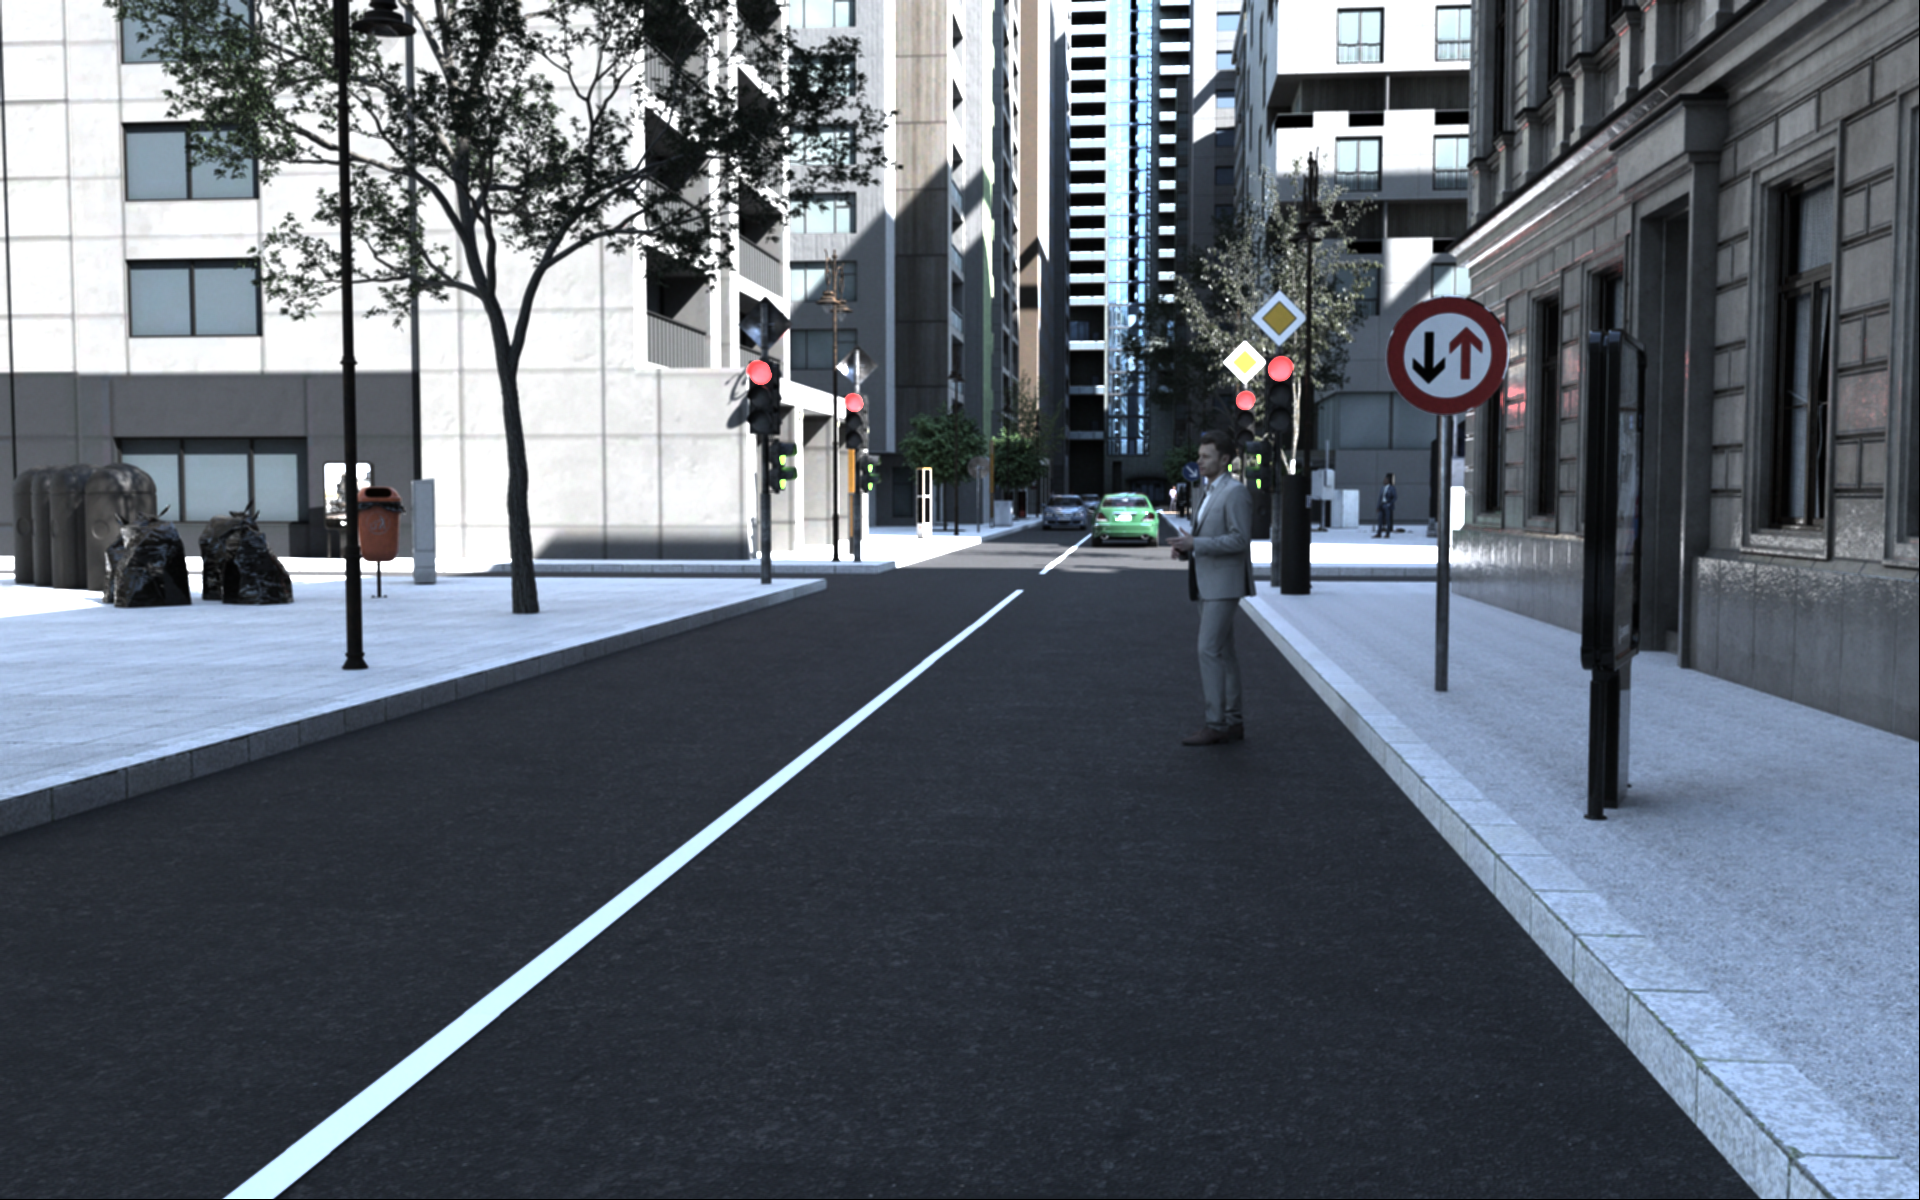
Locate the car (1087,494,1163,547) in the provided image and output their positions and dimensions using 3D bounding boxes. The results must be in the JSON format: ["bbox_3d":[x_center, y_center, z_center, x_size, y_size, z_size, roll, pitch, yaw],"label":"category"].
[{"bbox_3d":[4.613,-2.238,48.389,2.131,1.459,4.920,0,4,6],"label":"car"}]

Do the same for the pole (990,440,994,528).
[{"bbox_3d":[1.211,-4.395,65.695,0.158,3.312,0.155,0,3,0],"label":"pole"}]

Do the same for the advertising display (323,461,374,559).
[{"bbox_3d":[-11.971,-1.758,33.960,0.974,1.923,0.123,0,4,2],"label":"advertising display"}]

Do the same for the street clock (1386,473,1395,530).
[{"bbox_3d":[15.006,-3.416,60.416,0.358,2.002,0.471,2,4,25],"label":"street clock"}]

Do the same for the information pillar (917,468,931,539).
[{"bbox_3d":[-1.021,-2.731,49.148,0.304,2.012,0.304,-3,5,-41],"label":"information pillar"}]

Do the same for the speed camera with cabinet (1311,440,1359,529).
[{"bbox_3d":[13.952,-4.283,64.359,2.038,3.252,0.660,-3,4,-36],"label":"speed camera with cabinet"}]

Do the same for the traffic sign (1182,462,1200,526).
[{"bbox_3d":[9.182,-4.190,68.617,0.768,2.556,0.104,1,4,10],"label":"traffic sign"}]

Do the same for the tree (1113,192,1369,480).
[{"bbox_3d":[8.717,-7.351,54.598,8.767,10.594,7.601,1,4,20],"label":"tree"}]

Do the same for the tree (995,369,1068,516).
[{"bbox_3d":[4.152,-9.343,103.121,4.737,8.622,4.395,0,3,0],"label":"tree"}]

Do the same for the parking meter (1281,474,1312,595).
[{"bbox_3d":[4.305,-0.842,22.184,0.372,1.533,0.369,0,3,0],"label":"parking meter"}]

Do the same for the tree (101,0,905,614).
[{"bbox_3d":[-4.776,-5.156,18.707,8.767,10.594,7.601,-1,4,-18],"label":"tree"}]

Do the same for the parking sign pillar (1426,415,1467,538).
[{"bbox_3d":[14.612,-3.848,51.390,1.447,3.967,1.447,3,5,42],"label":"parking sign pillar"}]

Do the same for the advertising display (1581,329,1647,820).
[{"bbox_3d":[2.710,-0.120,7.176,0.123,1.923,0.974,2,4,27],"label":"advertising display"}]

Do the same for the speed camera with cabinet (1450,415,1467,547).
[{"bbox_3d":[12.317,-2.966,42.828,0.660,3.252,2.038,2,4,24],"label":"speed camera with cabinet"}]

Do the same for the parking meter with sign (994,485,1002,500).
[{"bbox_3d":[1.881,-5.887,92.514,0.543,3.016,1.738,-2,4,-30],"label":"parking meter with sign"}]

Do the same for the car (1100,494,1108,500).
[{"bbox_3d":[15.182,-10.154,176.243,2.015,1.641,3.980,0,4,5],"label":"car"}]

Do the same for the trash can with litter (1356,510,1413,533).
[{"bbox_3d":[14.447,-2.882,58.183,1.678,1.210,2.233,-1,4,-12],"label":"trash can with litter"}]

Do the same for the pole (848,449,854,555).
[{"bbox_3d":[-2.248,-2.607,36.461,0.158,3.312,0.155,0,3,0],"label":"pole"}]

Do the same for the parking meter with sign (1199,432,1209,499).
[{"bbox_3d":[7.142,-3.275,49.803,0.543,3.016,1.738,0,4,4],"label":"parking meter with sign"}]

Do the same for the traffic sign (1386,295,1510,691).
[{"bbox_3d":[3.138,-0.679,11.212,0.768,2.556,0.104,1,4,14],"label":"traffic sign"}]

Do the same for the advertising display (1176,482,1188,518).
[{"bbox_3d":[12.028,-5.417,93.779,0.123,1.923,0.974,-2,4,-28],"label":"advertising display"}]

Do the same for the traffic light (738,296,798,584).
[{"bbox_3d":[-2.755,-2.185,24.649,0.839,4.253,0.868,0,4,6],"label":"traffic light"}]

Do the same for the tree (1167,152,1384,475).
[{"bbox_3d":[6.916,-5.311,37.190,4.360,8.622,3.978,0,3,0],"label":"tree"}]

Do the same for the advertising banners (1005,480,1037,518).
[{"bbox_3d":[3.328,-5.968,93.764,2.074,3.025,0.090,-1,4,-19],"label":"advertising banners"}]

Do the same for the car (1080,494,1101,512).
[{"bbox_3d":[9.029,-6.655,120.806,2.014,1.417,4.499,0,4,7],"label":"car"}]

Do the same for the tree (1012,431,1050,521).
[{"bbox_3d":[2.226,-6.112,83.638,4.285,4.588,4.351,0,3,0],"label":"tree"}]

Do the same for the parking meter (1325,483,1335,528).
[{"bbox_3d":[14.149,-3.709,66.348,0.399,1.863,0.255,1,4,19],"label":"parking meter"}]

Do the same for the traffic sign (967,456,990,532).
[{"bbox_3d":[0.617,-3.540,57.986,0.768,2.556,0.104,1,4,11],"label":"traffic sign"}]

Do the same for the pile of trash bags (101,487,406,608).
[{"bbox_3d":[-8.456,-0.675,20.784,3.447,1.369,1.912,-1,4,-20],"label":"pile of trash bags"}]

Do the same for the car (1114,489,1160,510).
[{"bbox_3d":[6.137,-3.279,62.653,2.155,1.783,4.494,0,4,7],"label":"car"}]

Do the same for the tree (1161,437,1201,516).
[{"bbox_3d":[13.248,-7.098,99.758,4.285,4.588,4.351,0,3,0],"label":"tree"}]

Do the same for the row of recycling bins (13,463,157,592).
[{"bbox_3d":[-12.180,-1.032,23.988,3.534,1.692,1.069,3,5,43],"label":"row of recycling bins"}]

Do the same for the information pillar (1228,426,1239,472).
[{"bbox_3d":[9.417,-4.170,59.533,0.504,3.616,0.183,3,5,43],"label":"information pillar"}]

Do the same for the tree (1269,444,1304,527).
[{"bbox_3d":[12.676,-4.453,67.407,1.663,3.219,1.824,0,3,0],"label":"tree"}]

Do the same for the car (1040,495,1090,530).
[{"bbox_3d":[4.273,-3.567,70.318,2.014,1.417,4.499,0,4,5],"label":"car"}]

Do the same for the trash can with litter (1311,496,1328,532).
[{"bbox_3d":[11.732,-2.963,59.496,2.233,1.210,1.678,0,4,-4],"label":"trash can with litter"}]

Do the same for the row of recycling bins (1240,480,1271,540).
[{"bbox_3d":[8.390,-2.655,50.519,1.069,1.692,3.534,0,4,-1],"label":"row of recycling bins"}]

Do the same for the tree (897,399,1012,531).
[{"bbox_3d":[-0.531,-4.683,60.278,4.285,4.588,4.351,0,3,0],"label":"tree"}]
